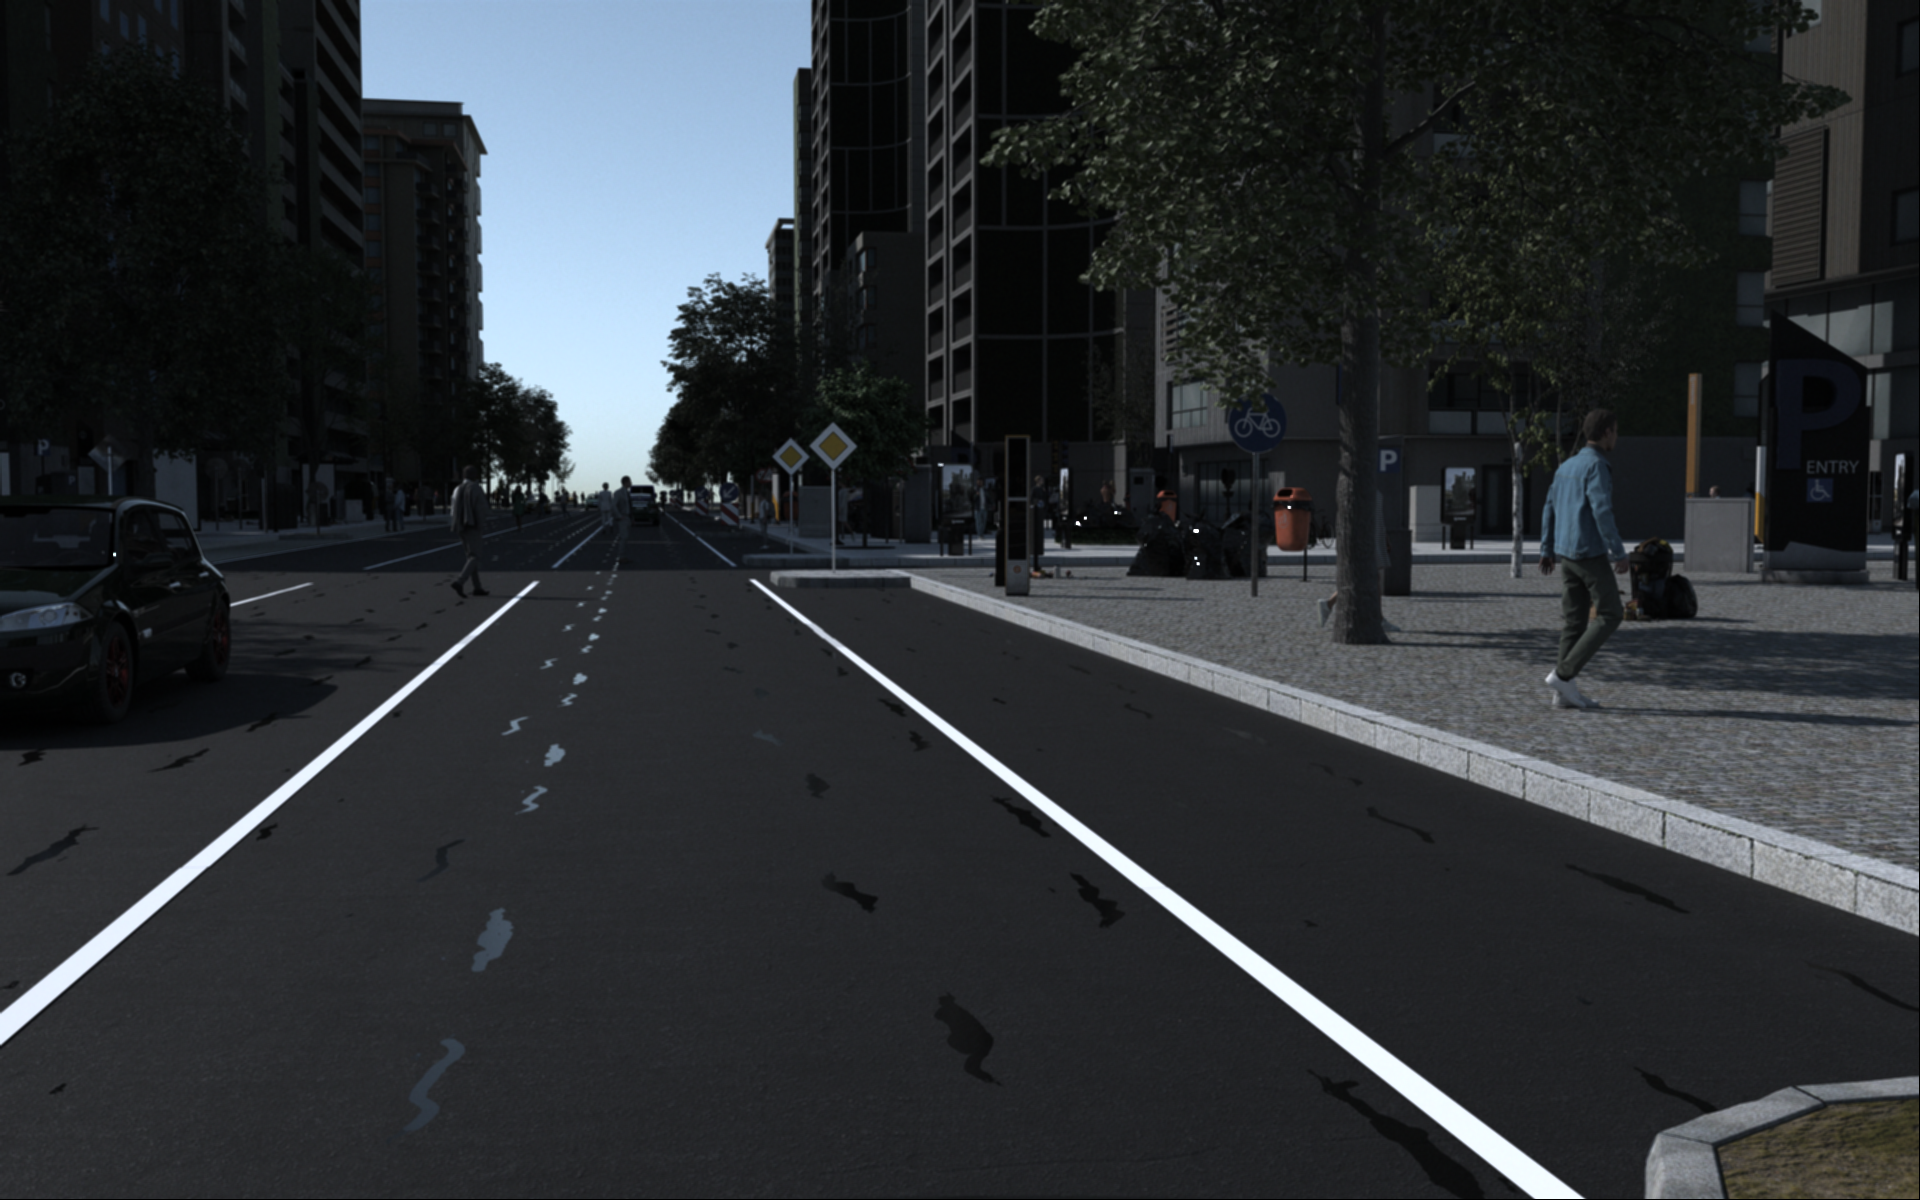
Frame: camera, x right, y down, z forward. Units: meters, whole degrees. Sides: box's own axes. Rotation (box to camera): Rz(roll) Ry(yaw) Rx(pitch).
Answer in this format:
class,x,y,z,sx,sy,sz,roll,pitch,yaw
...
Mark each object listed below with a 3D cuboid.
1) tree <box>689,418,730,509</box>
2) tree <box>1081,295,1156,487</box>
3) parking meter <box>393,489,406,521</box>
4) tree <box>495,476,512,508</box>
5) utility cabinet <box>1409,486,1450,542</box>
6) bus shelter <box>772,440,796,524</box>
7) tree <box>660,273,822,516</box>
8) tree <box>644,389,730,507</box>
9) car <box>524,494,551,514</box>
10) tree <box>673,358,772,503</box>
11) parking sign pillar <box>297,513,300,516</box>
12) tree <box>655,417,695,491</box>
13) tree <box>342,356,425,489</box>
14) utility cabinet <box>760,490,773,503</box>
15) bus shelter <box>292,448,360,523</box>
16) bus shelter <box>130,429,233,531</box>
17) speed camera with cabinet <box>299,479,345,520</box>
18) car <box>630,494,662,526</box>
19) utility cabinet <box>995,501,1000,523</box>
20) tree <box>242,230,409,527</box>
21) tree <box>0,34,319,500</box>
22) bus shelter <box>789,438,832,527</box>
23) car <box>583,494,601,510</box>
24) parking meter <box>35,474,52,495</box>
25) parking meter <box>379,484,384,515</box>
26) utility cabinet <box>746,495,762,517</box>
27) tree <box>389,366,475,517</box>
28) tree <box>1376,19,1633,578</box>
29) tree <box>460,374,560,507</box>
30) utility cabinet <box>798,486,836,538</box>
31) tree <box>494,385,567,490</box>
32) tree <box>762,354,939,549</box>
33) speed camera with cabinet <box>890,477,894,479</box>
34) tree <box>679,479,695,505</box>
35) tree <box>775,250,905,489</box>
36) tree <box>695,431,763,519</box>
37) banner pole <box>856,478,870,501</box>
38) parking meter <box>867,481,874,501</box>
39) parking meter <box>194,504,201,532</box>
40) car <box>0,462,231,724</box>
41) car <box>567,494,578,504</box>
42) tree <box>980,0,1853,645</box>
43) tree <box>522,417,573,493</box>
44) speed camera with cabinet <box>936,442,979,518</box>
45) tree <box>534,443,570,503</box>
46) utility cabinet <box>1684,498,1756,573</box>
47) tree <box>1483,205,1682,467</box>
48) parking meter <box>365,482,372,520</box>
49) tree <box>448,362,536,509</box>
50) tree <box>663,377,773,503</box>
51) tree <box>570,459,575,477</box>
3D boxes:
class,x,y,z,sx,sy,sz,roll,pitch,yaw
tree,-21.141,-12.006,146.660,4.737,8.622,4.395,0,3,0
tree,6.596,-6.915,63.421,4.360,8.622,3.978,0,3,0
parking meter,-27.139,-4.598,83.595,0.372,1.533,0.369,0,3,0
tree,-43.734,-10.423,165.013,1.663,3.219,1.824,0,3,0
utility cabinet,12.458,-2.271,45.809,1.173,1.500,0.318,-1,4,-21
bus shelter,-7.371,-5.299,77.915,1.731,3.624,6.357,-1,4,-10
tree,-12.269,-11.797,99.533,9.857,13.997,8.962,0,3,0
tree,-26.497,-15.767,174.805,9.611,12.733,9.660,0,3,0
car,-30.719,-7.077,125.940,2.015,1.641,3.980,-1,4,-9
tree,-17.600,-12.421,128.846,9.928,11.665,9.643,0,3,0
parking sign pillar,-38.813,-7.020,103.245,1.447,3.967,1.447,-2,4,-33
tree,-35.943,-18.835,226.080,7.486,12.596,7.792,0,3,0
tree,-30.050,-8.617,91.250,4.737,8.622,4.395,0,3,0
utility cabinet,-11.253,-5.652,101.088,0.318,1.500,1.173,-2,4,-35
bus shelter,-29.040,-5.237,79.545,2.014,3.302,5.546,-1,4,-10
bus shelter,-23.551,-3.624,53.172,2.014,3.302,5.546,-1,4,-10
speed camera with cabinet,-31.396,-5.560,85.248,2.038,3.252,0.660,-3,5,-41
car,-14.758,-4.147,79.600,2.131,1.459,4.920,-1,4,-11
utility cabinet,1.826,-4.044,77.287,0.306,1.237,1.020,3,5,44
tree,-25.548,-8.709,68.152,9.928,11.665,9.643,0,3,0
tree,-20.681,-7.745,43.646,9.611,12.733,9.660,0,3,0
bus shelter,-5.792,-5.581,68.875,2.179,5.291,8.768,-1,4,-11
car,-32.312,-8.675,153.627,2.131,1.459,4.920,-1,4,-11
parking meter,-26.842,-2.755,50.756,0.399,1.863,0.255,1,4,15
parking meter,-35.078,-6.085,105.193,0.255,1.863,0.399,1,4,8
utility cabinet,-11.589,-5.267,97.279,1.020,1.237,0.306,2,4,35
tree,-30.487,-9.044,98.233,4.360,8.622,3.978,0,3,0
tree,8.297,-4.636,26.165,4.737,8.622,4.395,0,3,0
tree,-45.499,-16.159,174.564,12.009,13.543,11.850,0,3,0
utility cabinet,-4.183,-2.560,50.542,1.173,1.500,0.318,2,4,35
tree,-50.763,-18.150,203.400,9.857,13.997,8.962,0,3,0
tree,-2.221,-3.488,40.751,4.285,4.588,4.351,0,3,0
speed camera with cabinet,-3.347,-5.951,91.627,0.660,3.252,2.038,0,4,-5
tree,-32.289,-13.727,208.156,4.285,4.588,4.351,0,3,0
tree,-3.831,-6.295,53.286,4.360,8.622,3.978,0,3,0
tree,-10.943,-6.563,91.020,4.285,4.588,4.351,0,3,0
banner pole,-3.736,-4.726,67.279,0.863,3.779,0.401,-1,4,-21
parking meter,-4.144,-4.549,80.080,0.399,1.863,0.255,3,5,43
parking meter,-26.122,-3.266,59.108,0.399,1.863,0.255,3,5,41
car,-6.305,-0.128,11.875,2.009,1.686,4.222,-1,4,-10
car,-55.750,-14.581,248.628,2.015,1.641,3.980,-1,4,-10
tree,3.485,-5.873,14.153,7.486,12.596,7.792,0,3,0
tree,-54.203,-18.253,224.188,9.928,11.665,9.643,0,3,0
speed camera with cabinet,-0.109,-4.378,65.910,0.660,3.252,2.038,-3,4,-36
tree,-56.373,-17.330,233.708,4.737,8.622,4.395,0,3,0
utility cabinet,12.469,-1.056,28.432,1.020,1.237,0.306,3,5,41
tree,14.858,-5.597,41.870,4.360,8.622,3.978,0,3,0
parking meter,-28.786,-4.809,84.339,0.255,1.863,0.399,-1,4,-12
tree,-40.234,-14.087,148.443,7.486,12.596,7.792,0,3,0
tree,-15.974,-11.157,116.836,8.767,10.594,7.601,0,4,1
tree,-60.408,-19.031,261.521,4.737,8.622,4.395,0,3,0
